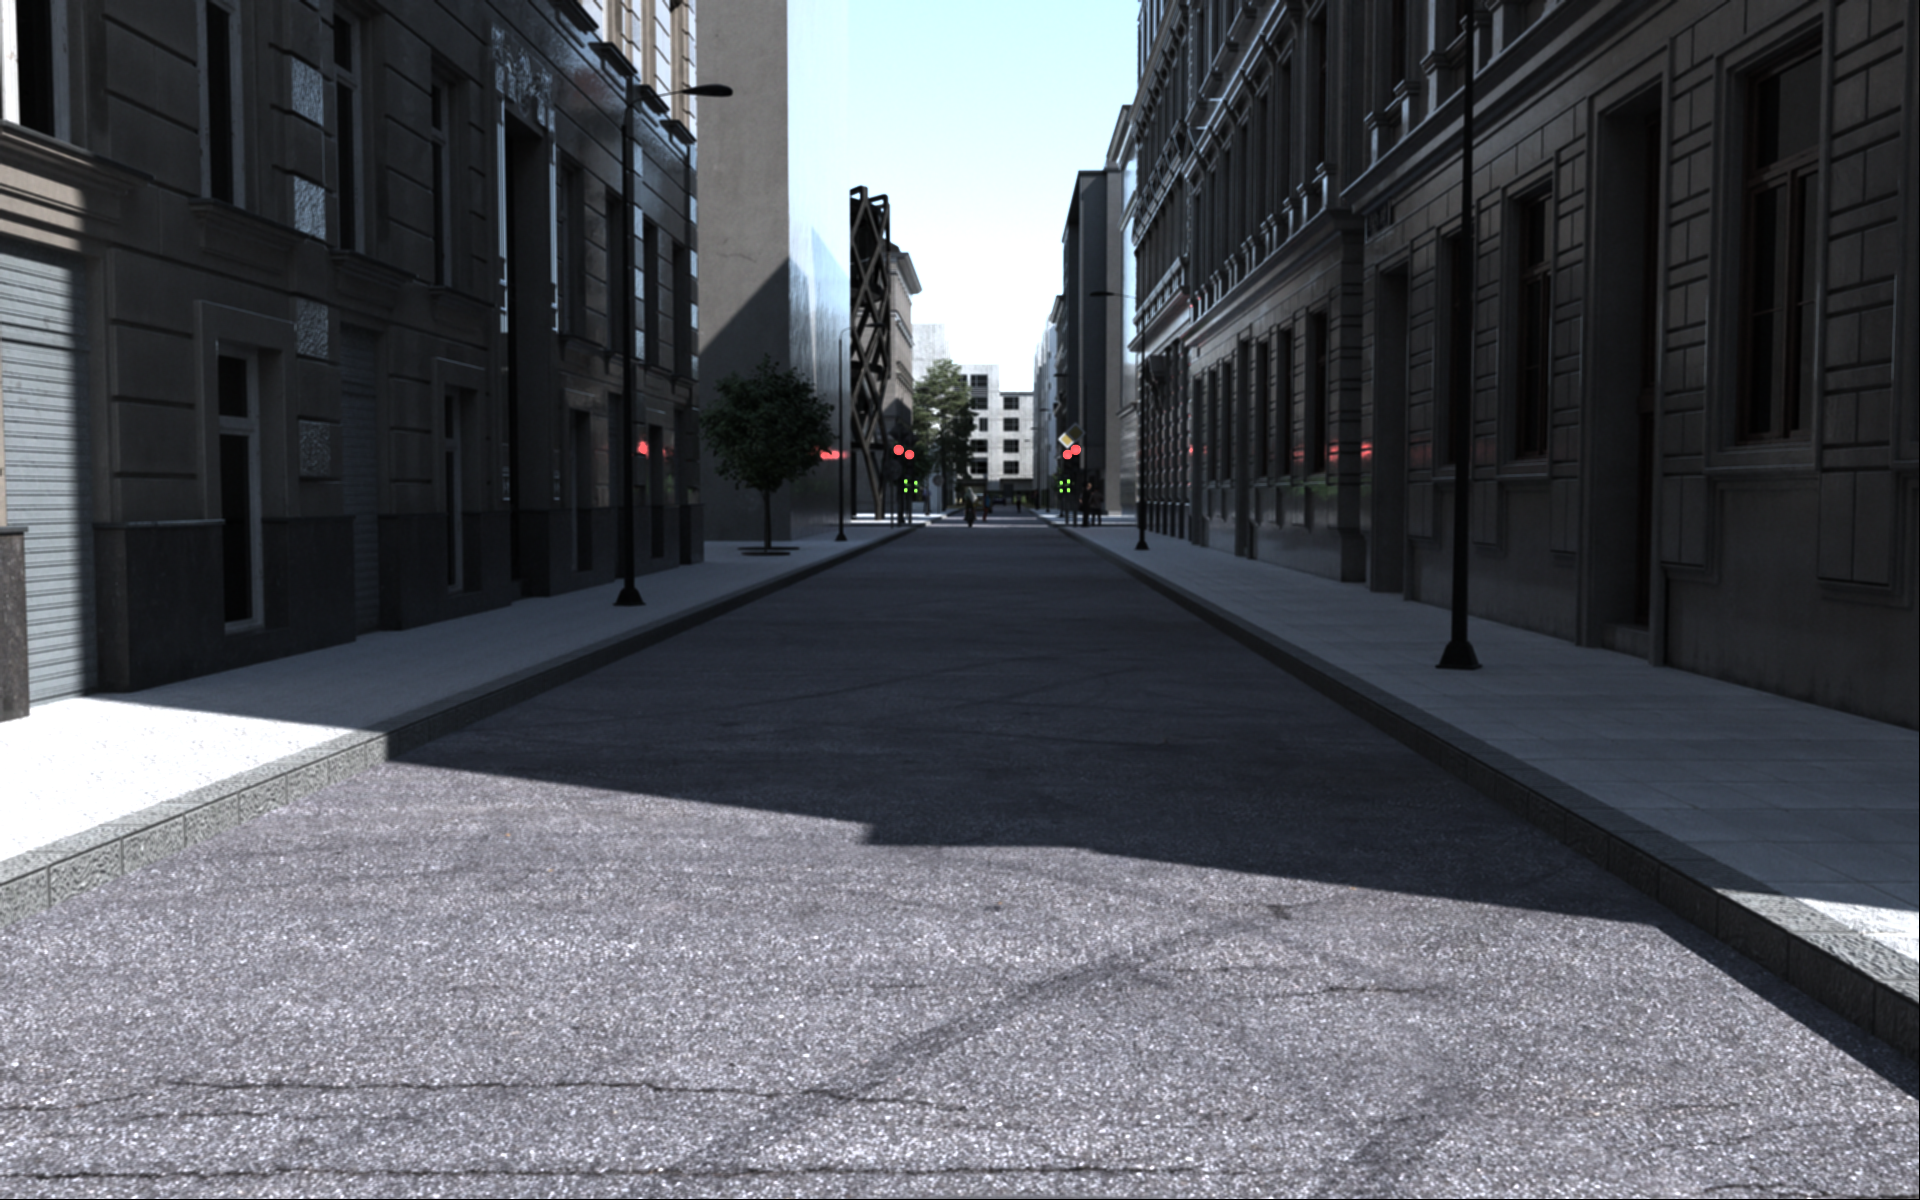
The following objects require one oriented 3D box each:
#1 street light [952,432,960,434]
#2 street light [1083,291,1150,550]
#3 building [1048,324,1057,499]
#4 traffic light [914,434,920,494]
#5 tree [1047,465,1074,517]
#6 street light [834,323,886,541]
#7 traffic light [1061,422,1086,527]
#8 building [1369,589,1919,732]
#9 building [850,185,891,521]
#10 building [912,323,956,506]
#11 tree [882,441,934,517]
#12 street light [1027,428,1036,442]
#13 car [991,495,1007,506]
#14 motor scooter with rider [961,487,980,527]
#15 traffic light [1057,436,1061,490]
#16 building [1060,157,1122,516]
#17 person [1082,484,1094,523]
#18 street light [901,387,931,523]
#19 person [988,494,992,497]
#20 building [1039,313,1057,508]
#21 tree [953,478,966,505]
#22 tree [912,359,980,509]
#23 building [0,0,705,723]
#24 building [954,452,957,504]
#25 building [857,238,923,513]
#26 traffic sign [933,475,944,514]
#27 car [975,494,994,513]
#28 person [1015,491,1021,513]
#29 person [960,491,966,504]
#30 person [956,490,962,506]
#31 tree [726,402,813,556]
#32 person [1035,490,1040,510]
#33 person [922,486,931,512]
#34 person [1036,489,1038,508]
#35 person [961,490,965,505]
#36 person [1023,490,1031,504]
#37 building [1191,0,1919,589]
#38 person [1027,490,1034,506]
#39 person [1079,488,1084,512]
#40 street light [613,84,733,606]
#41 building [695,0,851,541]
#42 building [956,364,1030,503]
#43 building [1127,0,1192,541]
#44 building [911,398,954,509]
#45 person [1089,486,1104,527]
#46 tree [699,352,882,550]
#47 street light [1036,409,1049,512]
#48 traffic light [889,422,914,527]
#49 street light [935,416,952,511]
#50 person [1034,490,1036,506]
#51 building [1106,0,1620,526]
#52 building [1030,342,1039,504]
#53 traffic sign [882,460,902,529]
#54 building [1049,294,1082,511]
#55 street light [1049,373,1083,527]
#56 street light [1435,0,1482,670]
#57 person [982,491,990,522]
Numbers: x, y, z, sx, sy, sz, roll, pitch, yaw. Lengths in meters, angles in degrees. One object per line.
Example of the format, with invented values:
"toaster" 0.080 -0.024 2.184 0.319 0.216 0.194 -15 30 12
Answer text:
"street light" -0.686 -9.647 130.269 1.470 5.913 1.316 0 4 1
"street light" 3.650 -4.109 39.727 1.470 5.913 1.316 0 4 1
"building" 16.084 -18.352 156.474 16.016 20.091 11.380 0 4 1
"traffic light" -2.149 -5.241 74.940 0.839 4.213 0.868 0 4 1
"tree" 5.990 -6.299 97.586 1.663 3.219 1.824 0 3 0
"street light" -2.707 -4.562 47.138 1.470 5.913 1.316 0 4 1
"traffic light" 4.428 -4.745 66.819 0.839 4.213 0.868 0 4 1
"building" 10.226 -10.813 12.949 11.583 22.565 21.152 0 4 1
"building" -11.880 -13.293 84.789 16.820 18.784 16.811 0 4 1
"building" -9.528 -20.101 195.113 16.747 18.905 31.486 0 4 1
"tree" -2.966 -6.858 95.849 4.285 4.588 4.351 0 3 0
"street light" 5.622 -9.111 121.505 1.470 5.913 1.316 0 4 1
"car" 4.721 -12.130 210.899 1.945 1.354 3.894 0 4 1
"motor scooter with rider" 0.487 -4.094 75.898 0.876 1.779 1.986 0 4 2
"traffic light" 4.611 -5.233 74.802 0.839 4.213 0.868 0 4 1
"building" 14.360 -18.134 115.555 14.314 24.678 30.058 0 4 1
"person" 5.579 -4.204 75.465 0.565 1.739 0.600 3 4 37
"street light" -1.981 -6.300 75.546 1.470 5.913 1.316 0 4 1
"person" 3.005 -11.037 189.678 1.217 1.735 0.721 0 4 5
"building" 17.144 -19.048 177.886 16.747 18.905 31.486 0 4 1
"tree" -0.011 -13.335 212.635 1.663 3.219 1.824 0 3 0
"tree" -1.649 -13.901 145.410 7.486 12.596 7.792 0 3 0
"building" -10.763 -13.624 20.016 12.463 27.353 25.104 0 4 1
"building" -14.428 -17.112 221.920 28.070 9.664 9.099 0 4 1
"building" -8.717 -16.432 119.570 10.553 20.767 40.483 0 4 1
"traffic sign" -1.403 -6.893 112.805 0.768 2.556 0.104 0 4 3
"car" 1.550 -7.329 130.052 2.015 1.641 3.980 0 4 3
"person" 4.423 -7.442 131.643 0.517 1.644 0.566 1 4 13
"person" 0.650 -13.536 229.447 1.348 1.869 0.705 1 4 22
"person" -0.104 -11.225 190.355 0.721 1.735 1.217 -3 4 -36
"tree" -4.200 -2.568 36.591 1.663 3.219 1.824 0 3 0
"person" 6.211 -8.019 138.625 0.415 1.643 0.593 0 4 1
"person" -2.273 -7.030 120.860 0.709 1.838 0.599 0 4 8
"person" 7.023 -9.342 159.491 0.721 1.736 1.217 0 4 2
"person" 0.327 -12.184 205.255 1.348 1.823 0.705 2 4 34
"person" 8.673 -13.326 224.052 1.348 1.807 0.705 -1 4 -11
"building" 10.705 -12.104 34.056 11.583 22.565 21.152 0 4 1
"person" 7.921 -11.189 189.673 1.217 1.739 0.721 -1 4 -18
"person" 5.553 -4.186 76.698 0.614 1.554 0.590 3 5 45
"street light" -3.276 -2.891 19.807 1.470 5.913 1.316 0 4 1
"building" -21.399 -15.408 56.445 34.151 26.468 19.350 0 4 1
"building" -2.828 -23.044 243.219 31.486 18.905 16.747 0 4 1
"building" 11.201 -13.855 55.405 11.050 23.489 19.941 0 4 1
"building" -5.760 -13.638 165.128 9.099 9.664 28.070 0 4 1
"person" 5.572 -3.779 70.809 0.617 1.759 0.750 0 4 4
"tree" -4.488 -3.458 40.259 4.285 4.588 4.351 0 3 0
"street light" 5.012 -7.455 94.424 1.470 5.913 1.316 0 4 1
"traffic light" -2.332 -4.753 66.957 0.839 4.213 0.868 0 4 1
"street light" -1.384 -7.956 102.627 1.470 5.913 1.316 0 4 1
"person" 8.029 -10.729 182.179 0.721 1.743 1.217 0 4 5
"building" 17.699 -14.962 80.788 21.152 22.565 11.583 0 4 1
"building" 17.515 -20.970 209.312 16.747 18.905 31.486 0 4 1
"traffic sign" -2.523 -3.920 64.205 0.768 2.556 0.104 0 4 7
"building" 12.743 -16.866 140.394 10.561 19.102 19.286 0 4 1
"street light" 4.301 -5.766 66.807 1.470 5.913 1.316 0 4 1
"street light" 3.147 -2.453 12.644 1.470 5.913 1.316 0 4 1
"person" 1.346 -4.819 89.003 0.593 1.614 0.444 -3 5 -40
